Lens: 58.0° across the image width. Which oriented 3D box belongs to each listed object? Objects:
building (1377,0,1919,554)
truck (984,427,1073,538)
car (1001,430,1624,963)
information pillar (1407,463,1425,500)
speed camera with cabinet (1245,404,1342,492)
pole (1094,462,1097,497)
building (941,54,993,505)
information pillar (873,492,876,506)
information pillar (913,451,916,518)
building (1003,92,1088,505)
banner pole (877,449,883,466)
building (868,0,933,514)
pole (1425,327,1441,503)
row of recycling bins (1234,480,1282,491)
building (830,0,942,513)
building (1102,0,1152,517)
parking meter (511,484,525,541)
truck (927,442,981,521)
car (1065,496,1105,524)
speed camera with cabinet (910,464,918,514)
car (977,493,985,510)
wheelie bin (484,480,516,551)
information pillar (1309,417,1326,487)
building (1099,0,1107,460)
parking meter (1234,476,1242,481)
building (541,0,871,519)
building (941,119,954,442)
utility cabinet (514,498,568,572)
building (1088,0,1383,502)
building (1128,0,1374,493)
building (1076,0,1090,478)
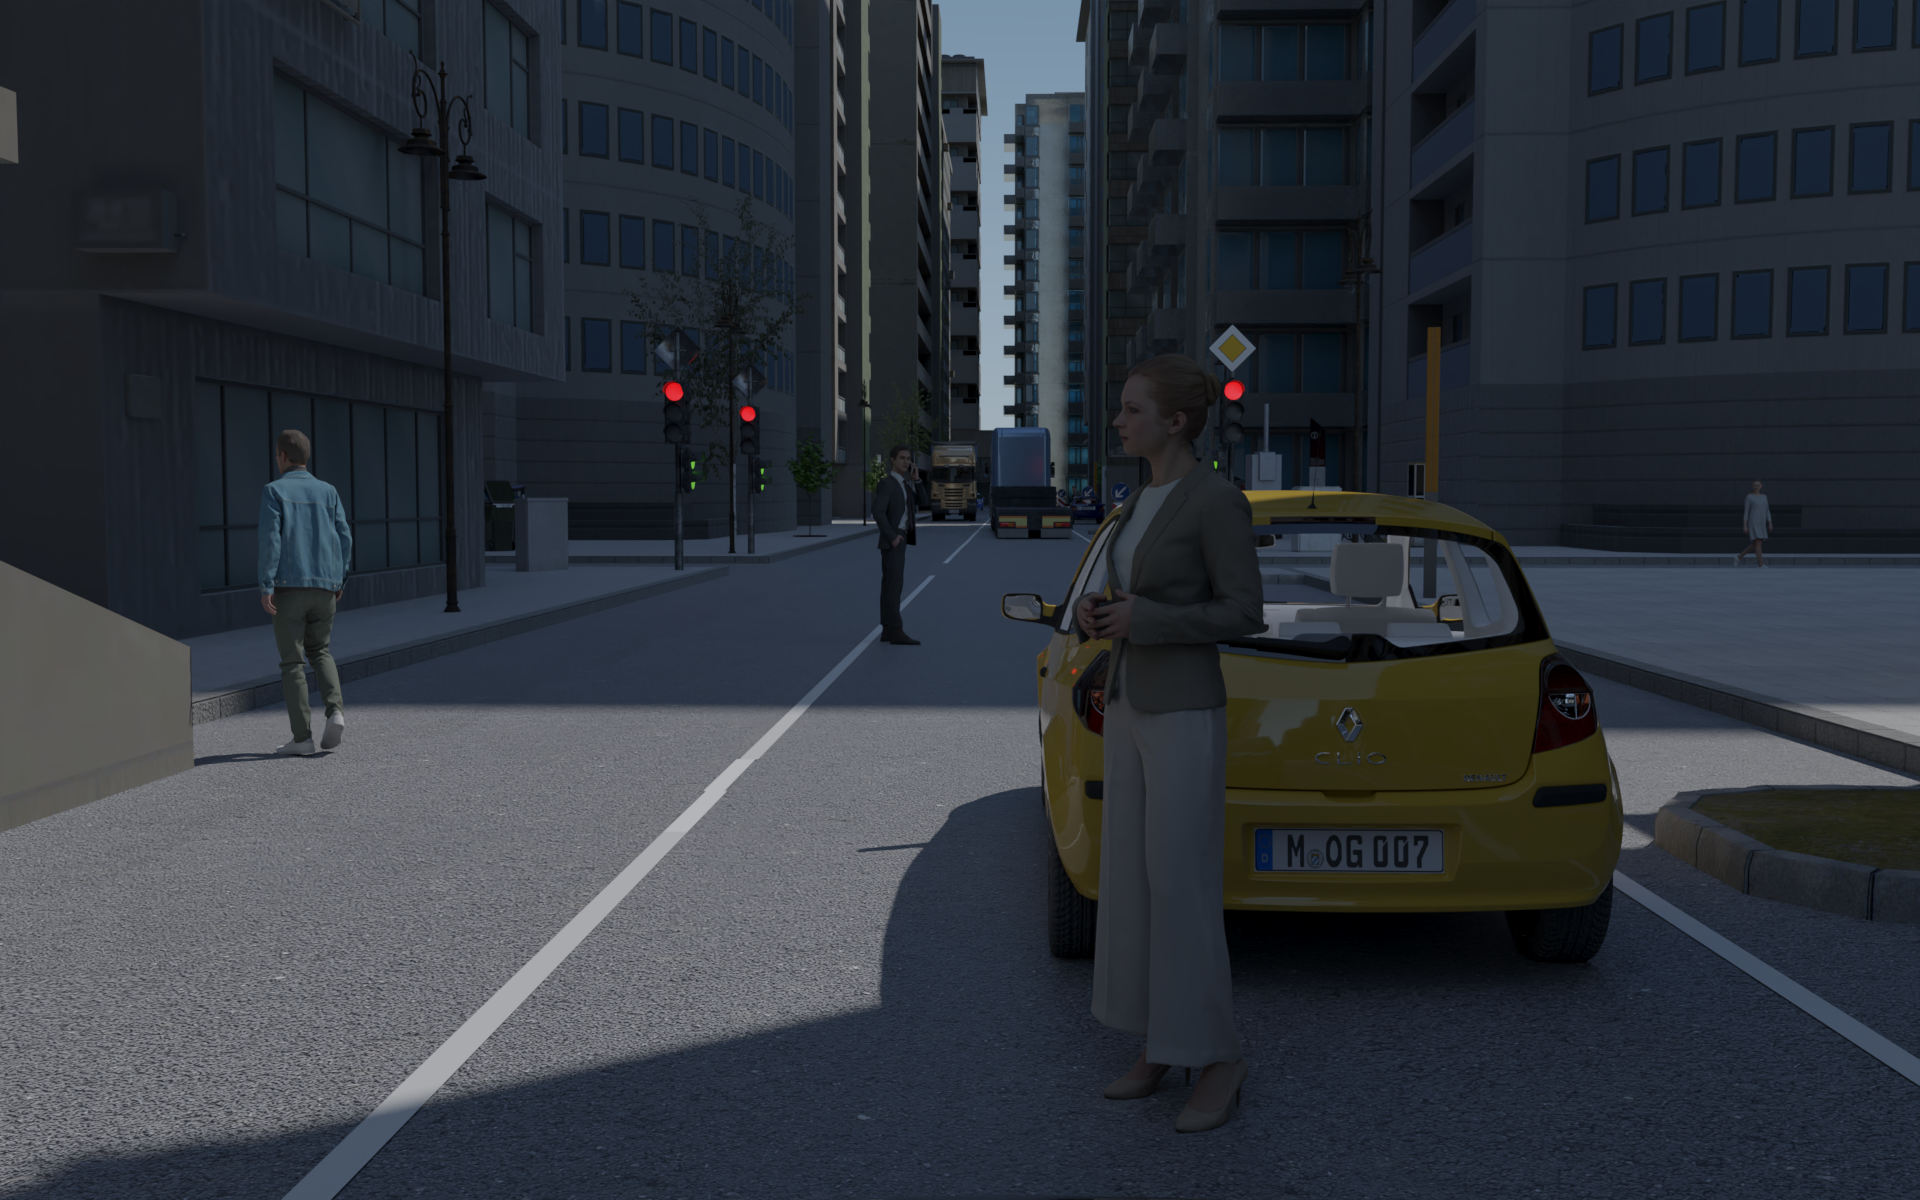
[{"bbox_3d":[26.833,-30.749,44.753,28.212,58.520,21.231,0,4,2],"label":"building"},{"bbox_3d":[2.423,-4.545,64.064,2.967,4.110,18.799,0,4,0],"label":"truck"},{"bbox_3d":[1.161,0.212,6.751,2.015,1.641,3.980,0,4,2],"label":"car"},{"bbox_3d":[10.938,-2.266,41.549,0.304,2.012,0.304,-1,4,-22],"label":"information pillar"},{"bbox_3d":[7.379,-2.691,38.326,2.038,3.252,0.660,0,4,-7],"label":"speed camera with cabinet"},{"bbox_3d":[8.707,-7.189,111.383,0.158,3.312,0.155,0,3,0],"label":"pole"},{"bbox_3d":[-8.439,-37.940,209.559,27.495,52.752,28.713,0,4,2],"label":"building"},{"bbox_3d":[-4.380,-5.285,90.902,0.304,2.012,0.304,-1,4,-19],"label":"information pillar"},{"bbox_3d":[-2.514,-6.281,94.057,0.183,3.616,0.504,0,4,3],"label":"information pillar"},{"bbox_3d":[20.437,-35.869,206.071,30.456,49.044,23.786,0,4,2],"label":"building"},{"bbox_3d":[-4.441,-6.518,96.584,0.401,3.779,0.863,-2,4,-28],"label":"banner pole"},{"bbox_3d":[-13.101,-30.518,122.665,21.300,48.544,21.600,0,4,2],"label":"building"},{"bbox_3d":[5.805,-1.680,21.311,0.158,3.312,0.155,0,3,0],"label":"pole"},{"bbox_3d":[8.346,-2.663,50.656,1.069,1.692,3.534,-1,4,-19],"label":"row of recycling bins"},{"bbox_3d":[-8.786,-27.950,140.570,14.154,41.232,14.086,0,4,2],"label":"building"},{"bbox_3d":[15.367,-20.210,102.135,14.160,30.474,14.107,0,4,2],"label":"building"},{"bbox_3d":[-11.073,-2.136,43.327,0.372,1.533,0.369,0,3,0],"label":"parking meter"},{"bbox_3d":[-0.314,-6.467,94.649,2.839,4.237,11.283,0,3,0],"label":"truck"},{"bbox_3d":[6.032,-4.321,83.232,1.945,1.354,3.894,0,4,1],"label":"car"},{"bbox_3d":[-3.536,-7.196,111.992,2.038,3.252,0.660,-1,4,-14],"label":"speed camera with cabinet"},{"bbox_3d":[1.209,-8.768,152.941,1.945,1.707,3.694,0,4,1],"label":"car"},{"bbox_3d":[-10.442,-1.898,38.937,0.693,1.594,0.980,3,5,44],"label":"wheelie bin"},{"bbox_3d":[10.834,-3.743,52.556,0.504,3.616,0.183,2,4,23],"label":"information pillar"},{"bbox_3d":[17.266,-28.973,123.822,14.600,45.320,14.200,0,4,2],"label":"building"},{"bbox_3d":[9.009,-3.117,56.675,0.255,1.863,0.399,3,5,45],"label":"parking meter"},{"bbox_3d":[-12.147,-24.731,87.950,14.154,41.232,14.086,0,4,2],"label":"building"},{"bbox_3d":[-12.755,-29.393,172.454,23.993,40.220,32.217,0,4,2],"label":"building"},{"bbox_3d":[-7.009,-1.092,29.009,0.306,1.237,1.020,2,4,28],"label":"utility cabinet"},{"bbox_3d":[21.336,-36.865,144.750,21.231,58.520,28.212,0,4,2],"label":"building"},{"bbox_3d":[18.590,-27.622,71.226,23.786,49.044,30.456,0,4,2],"label":"building"},{"bbox_3d":[26.333,-35.702,172.972,28.713,52.752,27.495,0,4,2],"label":"building"}]
